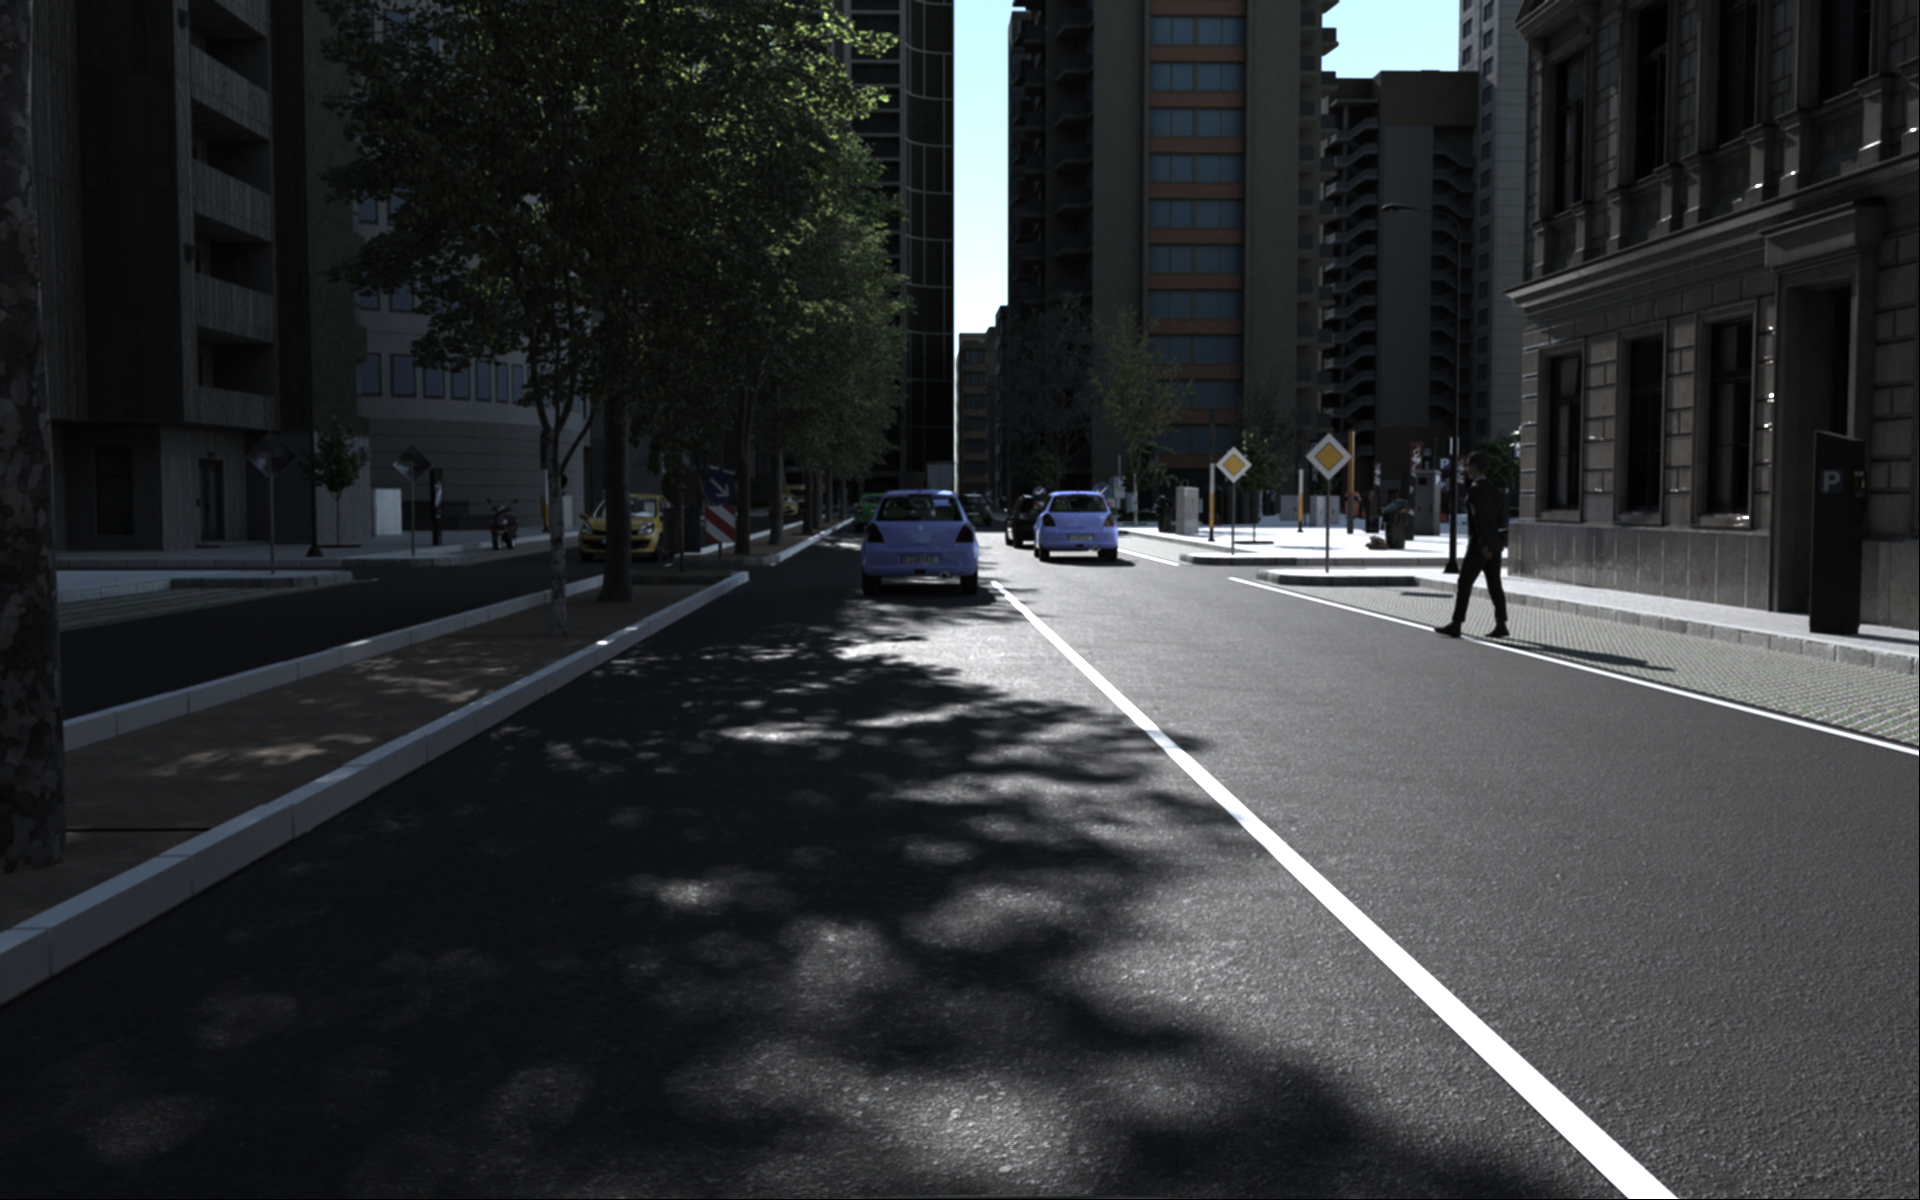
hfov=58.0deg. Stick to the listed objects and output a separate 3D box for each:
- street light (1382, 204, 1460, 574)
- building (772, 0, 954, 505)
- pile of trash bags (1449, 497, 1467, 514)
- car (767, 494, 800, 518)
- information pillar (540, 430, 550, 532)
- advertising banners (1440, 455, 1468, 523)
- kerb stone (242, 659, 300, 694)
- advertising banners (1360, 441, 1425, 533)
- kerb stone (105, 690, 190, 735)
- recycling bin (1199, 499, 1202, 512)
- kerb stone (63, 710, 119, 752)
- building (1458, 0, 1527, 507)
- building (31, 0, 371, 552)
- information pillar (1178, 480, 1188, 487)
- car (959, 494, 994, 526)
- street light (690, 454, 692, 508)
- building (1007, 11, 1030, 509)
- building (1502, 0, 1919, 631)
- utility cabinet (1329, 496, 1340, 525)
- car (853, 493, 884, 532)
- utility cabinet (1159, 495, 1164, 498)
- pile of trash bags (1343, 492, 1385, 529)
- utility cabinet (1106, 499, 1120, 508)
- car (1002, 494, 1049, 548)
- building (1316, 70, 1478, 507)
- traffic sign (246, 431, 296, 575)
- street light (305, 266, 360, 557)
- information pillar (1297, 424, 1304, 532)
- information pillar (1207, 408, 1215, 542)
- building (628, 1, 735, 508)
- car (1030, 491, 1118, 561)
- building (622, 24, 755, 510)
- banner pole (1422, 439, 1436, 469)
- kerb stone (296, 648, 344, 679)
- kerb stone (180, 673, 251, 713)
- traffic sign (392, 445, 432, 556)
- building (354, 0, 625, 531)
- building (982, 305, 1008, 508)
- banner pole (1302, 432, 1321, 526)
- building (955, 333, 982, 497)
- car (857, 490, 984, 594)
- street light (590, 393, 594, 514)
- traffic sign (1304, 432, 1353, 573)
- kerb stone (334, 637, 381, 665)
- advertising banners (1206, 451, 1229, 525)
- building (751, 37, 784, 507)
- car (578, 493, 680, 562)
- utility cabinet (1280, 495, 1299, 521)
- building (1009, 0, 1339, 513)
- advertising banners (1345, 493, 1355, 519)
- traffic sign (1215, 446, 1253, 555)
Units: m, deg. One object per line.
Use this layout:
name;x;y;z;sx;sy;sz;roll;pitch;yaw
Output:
street light;7.457;-3.387;27.926;1.470;5.913;1.316;0;4;-2
building;-10.946;-46.764;202.845;20.611;71.187;20.563;0;4;-2
pile of trash bags;31.982;-6.164;110.535;1.912;1.369;3.447;3;5;40
car;-10.659;-5.789;104.879;2.015;1.641;3.980;0;4;-3
information pillar;-13.994;-4.097;58.337;0.183;3.616;0.504;-2;4;-34
advertising banners;21.601;-4.967;77.406;2.074;3.025;0.090;1;4;11
kerb stone;-5.114;0.578;12.754;0.120;0.150;1.000;0;4;-2
advertising banners;14.321;-3.729;57.150;2.074;3.025;0.090;0;4;-7
kerb stone;-5.046;0.702;10.711;0.120;0.150;1.000;0;4;-2
recycling bin;12.645;-4.826;91.451;0.722;1.027;0.722;3;5;41
kerb stone;-5.006;0.765;9.683;0.120;0.150;1.000;0;4;-2
building;61.734;-45.250;178.091;20.611;71.187;20.563;0;4;-2
building;-23.433;-16.471;40.995;14.160;30.474;14.107;0;4;-2
information pillar;11.758;-5.281;90.830;0.304;2.012;0.304;0;4;-7
car;0.555;-4.203;78.505;2.009;1.686;4.222;0;4;-1
street light;-15.015;-7.805;100.151;1.470;5.913;1.316;0;4;-2
building;11.052;-28.593;151.094;14.154;41.232;14.086;0;4;-2
building;13.607;-9.362;17.705;10.561;19.102;19.286;0;4;-2
utility cabinet;15.464;-3.772;72.830;1.020;1.237;0.306;-1;4;-20
car;-3.117;-3.518;66.309;1.959;1.807;4.718;0;4;-2
utility cabinet;10.637;-5.095;94.471;1.020;1.237;0.306;2;4;35
pile of trash bags;15.736;-3.271;63.238;3.447;1.369;1.912;1;4;21
utility cabinet;9.613;-6.158;109.369;1.173;1.500;0.318;-3;5;-41
car;2.197;-2.300;47.392;2.009;1.686;4.222;0;4;-3
building;44.255;-32.452;180.707;14.200;45.320;14.600;0;4;-2
traffic sign;-10.959;-1.463;27.569;0.795;2.450;0.064;0;4;-2
street light;-12.683;-3.840;35.319;1.470;5.913;1.316;0;4;-2
information pillar;11.444;-4.083;58.113;0.183;3.616;0.504;0;4;4
information pillar;6.815;-3.391;46.802;0.183;3.616;0.504;0;4;4
building;-30.841;-32.643;122.947;28.713;52.752;27.495;0;4;-2
car;2.519;-1.753;38.248;1.945;1.707;3.694;0;4;0
building;-24.731;-30.241;144.545;14.600;45.320;14.200;0;4;-2
banner pole;21.404;-5.436;78.903;0.401;3.779;0.863;-3;5;-44
kerb stone;-5.148;0.520;13.783;0.120;0.150;1.000;0;4;-2
kerb stone;-5.072;0.640;11.733;0.120;0.150;1.000;0;4;-2
traffic sign;-11.238;-1.951;35.549;0.795;2.450;0.064;0;4;-2
building;-26.639;-32.334;70.664;21.231;58.520;28.212;0;4;-2
building;16.989;-20.096;173.608;27.650;21.520;28.899;0;4;-2
banner pole;14.194;-4.893;70.019;0.863;3.779;0.401;2;4;30
building;14.307;-22.256;208.921;28.899;21.520;27.650;0;4;-2
car;-0.598;-1.010;26.101;1.945;1.707;3.694;0;4;-1
street light;-13.915;-5.836;67.952;1.470;5.913;1.316;0;4;-2
traffic sign;5.975;-1.498;28.139;0.795;2.450;0.064;0;4;-2
kerb stone;-5.187;0.452;14.804;0.120;0.150;1.000;0;4;-2
advertising banners;10.641;-4.594;71.307;0.090;3.025;2.074;-1;4;-17
building;-29.170;-33.714;174.919;21.600;48.544;21.300;0;4;-2
car;-7.210;-1.699;38.002;2.015;1.641;3.980;0;4;0
utility cabinet;15.781;-4.366;82.550;1.020;1.237;0.306;1;4;8
building;15.287;-29.019;129.089;22.147;44.769;28.867;0;4;-2
advertising banners;20.910;-5.717;89.657;2.074;3.025;0.090;-1;4;-14
traffic sign;5.696;-1.986;36.119;0.795;2.450;0.064;0;4;-2
